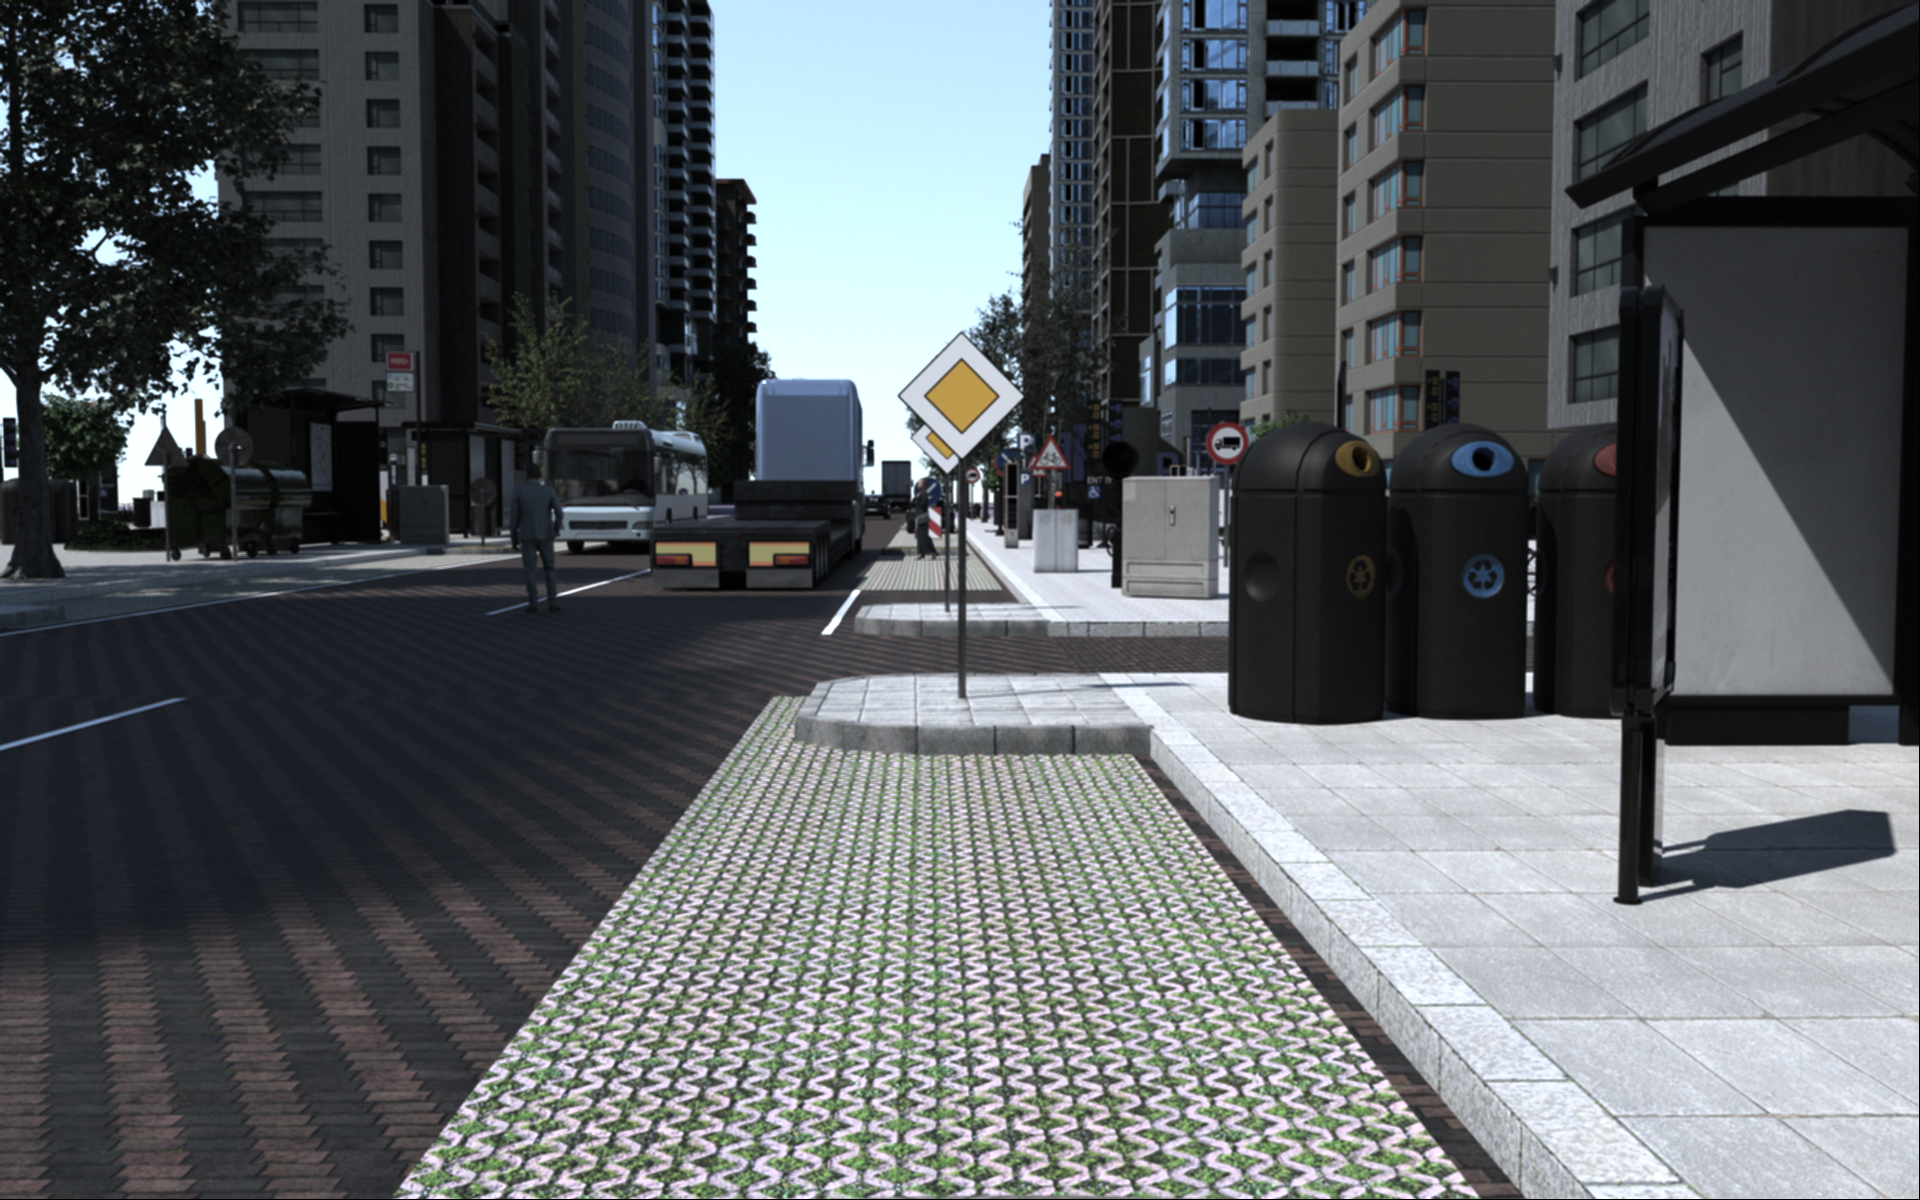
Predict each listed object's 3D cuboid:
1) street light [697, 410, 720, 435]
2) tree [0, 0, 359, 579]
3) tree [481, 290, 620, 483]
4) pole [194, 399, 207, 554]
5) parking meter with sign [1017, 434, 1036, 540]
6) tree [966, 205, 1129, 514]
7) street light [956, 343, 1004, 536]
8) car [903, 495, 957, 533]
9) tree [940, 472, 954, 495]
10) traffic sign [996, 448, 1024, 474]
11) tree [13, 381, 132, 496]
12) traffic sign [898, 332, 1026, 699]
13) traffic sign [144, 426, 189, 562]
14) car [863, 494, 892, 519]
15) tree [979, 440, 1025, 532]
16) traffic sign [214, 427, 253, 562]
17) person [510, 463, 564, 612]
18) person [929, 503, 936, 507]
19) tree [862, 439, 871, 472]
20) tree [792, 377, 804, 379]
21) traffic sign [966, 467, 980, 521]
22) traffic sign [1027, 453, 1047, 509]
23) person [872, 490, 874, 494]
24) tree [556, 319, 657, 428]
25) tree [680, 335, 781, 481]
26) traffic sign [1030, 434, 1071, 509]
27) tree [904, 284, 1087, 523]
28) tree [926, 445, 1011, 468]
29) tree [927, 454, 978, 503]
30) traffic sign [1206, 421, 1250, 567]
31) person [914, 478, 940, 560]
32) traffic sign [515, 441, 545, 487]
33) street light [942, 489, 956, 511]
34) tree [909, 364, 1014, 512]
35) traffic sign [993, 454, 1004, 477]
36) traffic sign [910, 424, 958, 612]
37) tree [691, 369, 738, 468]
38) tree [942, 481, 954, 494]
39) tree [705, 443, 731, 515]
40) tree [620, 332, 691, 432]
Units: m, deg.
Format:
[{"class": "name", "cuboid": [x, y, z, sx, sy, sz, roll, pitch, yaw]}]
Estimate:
[{"class": "street light", "cuboid": [-13.953, -7.529, 95.633, 1.470, 5.913, 1.316, 0, 4, -1]}, {"class": "tree", "cuboid": [-14.275, -6.689, 26.368, 9.611, 12.733, 9.660, 0, 3, 0]}, {"class": "tree", "cuboid": [-14.852, -6.813, 61.752, 4.737, 8.622, 4.395, 0, 3, 0]}, {"class": "pole", "cuboid": [-16.261, -2.645, 37.086, 0.158, 3.312, 0.155, 0, 3, 0]}, {"class": "parking meter with sign", "cuboid": [1.841, -3.242, 49.270, 0.543, 3.016, 1.738, 0, 4, 5]}, {"class": "tree", "cuboid": [2.373, -5.780, 44.873, 4.360, 8.622, 3.978, 0, 3, 0]}, {"class": "street light", "cuboid": [0.699, -4.928, 53.107, 1.470, 5.913, 1.316, 0, 4, -1]}, {"class": "car", "cuboid": [-1.107, -3.314, 63.966, 2.009, 1.686, 4.222, 0, 4, -2]}, {"class": "tree", "cuboid": [0.950, -8.368, 87.185, 4.360, 8.622, 3.978, 0, 3, 0]}, {"class": "traffic sign", "cuboid": [1.365, -2.902, 47.561, 0.768, 2.556, 0.104, 0, 4, 7]}, {"class": "tree", "cuboid": [-25.393, -4.027, 49.549, 4.285, 4.588, 4.351, 0, 3, 0]}, {"class": "traffic sign", "cuboid": [0.010, -0.438, 10.812, 0.795, 2.450, 0.064, 0, 4, -1]}, {"class": "traffic sign", "cuboid": [-15.062, -2.011, 32.882, 0.884, 2.594, 0.081, 0, 4, 5]}, {"class": "car", "cuboid": [-4.904, -5.474, 99.291, 2.009, 1.686, 4.222, 0, 4, 1]}, {"class": "tree", "cuboid": [1.342, -3.918, 58.667, 1.663, 3.219, 1.824, 0, 3, 0]}, {"class": "traffic sign", "cuboid": [-13.797, -2.005, 32.894, 0.768, 2.556, 0.104, 0, 4, 7]}, {"class": "person", "cuboid": [-5.157, -0.765, 21.108, 0.635, 1.810, 0.391, -2, 4, -24]}, {"class": "person", "cuboid": [-1.005, -2.601, 53.629, 0.523, 1.515, 0.503, -1, 4, -21]}, {"class": "tree", "cuboid": [-17.717, -20.911, 252.257, 12.009, 13.543, 11.850, 0, 3, 0]}, {"class": "tree", "cuboid": [-16.406, -17.123, 186.609, 9.857, 13.997, 8.962, 0, 3, 0]}, {"class": "traffic sign", "cuboid": [0.575, -5.067, 82.958, 0.768, 2.556, 0.104, 0, 4, 1]}, {"class": "traffic sign", "cuboid": [2.299, -3.286, 53.724, 0.884, 2.594, 0.081, 0, 4, 0]}, {"class": "person", "cuboid": [-6.507, -7.385, 129.963, 1.217, 1.735, 0.721, 0, 4, 6]}, {"class": "tree", "cuboid": [-15.134, -7.498, 72.951, 4.360, 8.622, 3.978, 0, 3, 0]}, {"class": "tree", "cuboid": [-15.802, -12.738, 125.267, 9.611, 12.733, 9.660, 0, 3, 0]}, {"class": "traffic sign", "cuboid": [1.967, -2.296, 37.550, 0.884, 2.594, 0.081, 0, 4, 7]}, {"class": "tree", "cuboid": [1.355, -8.740, 77.318, 7.601, 10.594, 8.767, 3, 4, 38]}, {"class": "tree", "cuboid": [0.185, -16.649, 182.573, 12.009, 13.543, 11.850, 0, 3, 0]}, {"class": "tree", "cuboid": [-0.705, -19.518, 237.239, 7.486, 12.596, 7.792, 0, 3, 0]}, {"class": "traffic sign", "cuboid": [4.661, -1.845, 30.264, 0.768, 2.556, 0.104, 0, 4, -1]}, {"class": "person", "cuboid": [-0.757, -1.748, 37.509, 0.534, 1.772, 0.576, -2, 4, -24]}, {"class": "traffic sign", "cuboid": [-16.010, -4.435, 66.384, 2.265, 3.308, 0.079, 0, 4, 3]}, {"class": "street light", "cuboid": [-0.092, -7.372, 93.076, 1.470, 5.913, 1.316, 0, 4, -1]}, {"class": "tree", "cuboid": [0.227, -12.134, 124.146, 9.928, 11.665, 9.643, 0, 3, 0]}, {"class": "traffic sign", "cuboid": [1.350, -3.134, 51.348, 0.768, 2.556, 0.104, 0, 4, 6]}, {"class": "traffic sign", "cuboid": [-0.139, -0.927, 18.796, 0.795, 2.450, 0.064, 0, 4, -1]}, {"class": "tree", "cuboid": [-15.519, -9.292, 102.287, 4.737, 8.622, 4.395, 0, 3, 0]}, {"class": "tree", "cuboid": [-1.885, -14.127, 225.574, 1.663, 3.219, 1.824, 0, 3, 0]}, {"class": "tree", "cuboid": [-15.898, -7.680, 109.289, 4.285, 4.588, 4.351, 0, 3, 0]}, {"class": "tree", "cuboid": [-15.130, -7.914, 79.753, 4.737, 8.622, 4.395, 0, 3, 0]}]
